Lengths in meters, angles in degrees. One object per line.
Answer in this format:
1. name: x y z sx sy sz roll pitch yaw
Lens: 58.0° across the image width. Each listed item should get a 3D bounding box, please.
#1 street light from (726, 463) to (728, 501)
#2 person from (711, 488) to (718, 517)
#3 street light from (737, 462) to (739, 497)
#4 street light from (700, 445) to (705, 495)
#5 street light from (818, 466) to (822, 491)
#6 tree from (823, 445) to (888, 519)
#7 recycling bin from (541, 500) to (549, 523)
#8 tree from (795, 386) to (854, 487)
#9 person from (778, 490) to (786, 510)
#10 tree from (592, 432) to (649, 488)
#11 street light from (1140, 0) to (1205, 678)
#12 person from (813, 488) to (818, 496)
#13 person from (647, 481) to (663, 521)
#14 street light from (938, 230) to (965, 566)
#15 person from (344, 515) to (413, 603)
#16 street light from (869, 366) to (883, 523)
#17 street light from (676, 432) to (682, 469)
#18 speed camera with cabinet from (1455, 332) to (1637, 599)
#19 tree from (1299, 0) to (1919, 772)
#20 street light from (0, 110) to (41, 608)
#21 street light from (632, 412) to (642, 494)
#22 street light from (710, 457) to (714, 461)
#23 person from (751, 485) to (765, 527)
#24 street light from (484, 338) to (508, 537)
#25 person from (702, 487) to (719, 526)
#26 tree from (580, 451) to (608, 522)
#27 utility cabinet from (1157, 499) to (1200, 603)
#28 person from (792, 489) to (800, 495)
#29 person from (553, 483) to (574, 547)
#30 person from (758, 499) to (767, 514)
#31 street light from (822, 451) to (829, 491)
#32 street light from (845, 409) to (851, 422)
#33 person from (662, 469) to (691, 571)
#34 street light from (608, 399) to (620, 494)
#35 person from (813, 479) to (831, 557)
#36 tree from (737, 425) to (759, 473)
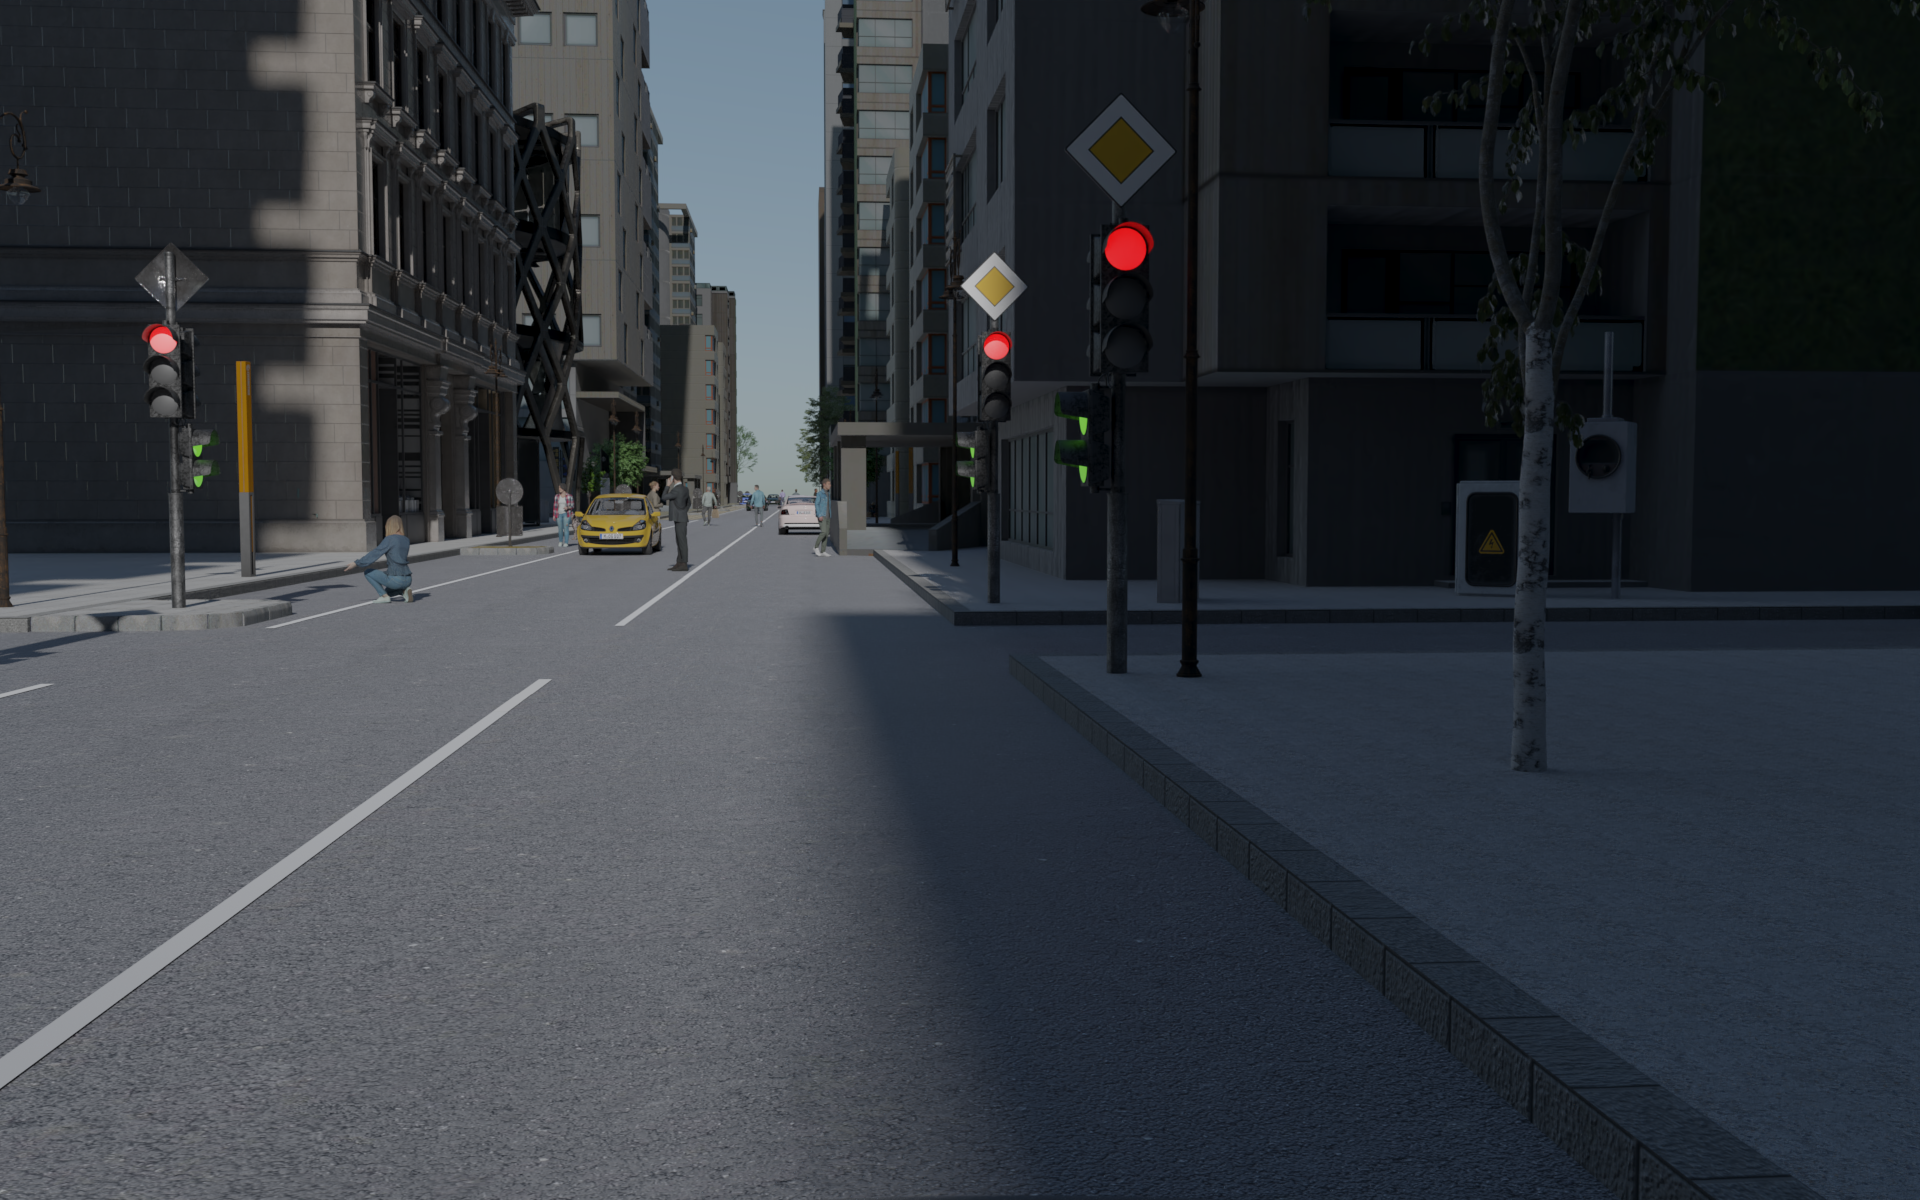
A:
1. street light: -28.434 -14.595 211.423 0.468 5.910 1.993 0 4 -5
2. person: -15.704 -6.232 110.524 0.705 1.807 1.348 1 4 14
3. street light: -31.299 -16.560 243.536 0.468 5.910 1.993 0 4 -5
4. street light: -23.784 -11.476 160.413 0.468 5.910 1.993 0 4 -5
5. street light: -17.518 -15.212 221.495 0.468 5.910 1.993 0 4 -5
6. tree: -5.370 -6.407 88.467 4.285 4.588 4.351 0 3 0
7. recycling bin: -18.973 -3.995 77.875 0.722 1.027 0.722 3 5 40
8. tree: -13.315 -16.100 181.367 7.486 12.596 7.792 0 3 0
9. person: -16.157 -9.107 157.272 0.709 1.838 0.599 -2 4 -26
10. tree: -17.978 -6.570 91.133 4.285 4.588 4.351 0 3 0
11. street light: 1.611 -2.398 11.998 0.468 5.910 1.993 0 4 -5
12. person: -9.586 -6.537 115.521 0.705 1.807 1.348 0 4 7
13. person: -7.830 -2.174 44.601 0.362 1.759 0.519 -2 4 -32
14. street light: -0.091 -3.535 30.585 0.468 5.910 1.993 0 4 -5
15. person: -7.606 -0.538 22.787 0.738 1.151 1.012 2 4 32
16. street light: -3.017 -5.499 62.692 0.468 5.910 1.993 0 4 -5
17. street light: -20.832 -9.512 128.308 0.468 5.910 1.993 0 4 -5
18. speed camera with cabinet: 7.240 -1.657 21.434 2.038 3.252 0.660 2 4 32
19. tree: 2.884 -3.515 7.832 4.360 8.622 3.978 0 3 0
20. street light: -10.843 -2.855 19.475 0.468 5.910 1.993 0 4 -5
21. street light: -17.917 -7.548 96.199 0.468 5.910 1.993 0 4 -5
22. street light: -25.486 -12.582 178.506 0.468 5.910 1.993 0 4 -5
23. person: -8.822 -4.110 75.566 0.638 1.841 0.748 0 4 -8
24. street light: -13.782 -4.819 51.581 0.468 5.910 1.993 0 4 -5
25. person: -11.297 -4.243 78.364 0.782 1.767 0.515 -2 4 -26
26. tree: -16.727 -5.122 78.350 1.663 3.219 1.824 0 3 0
27. utility cabinet: 2.633 -0.589 20.788 0.306 1.237 1.020 1 4 21
28. person: -12.281 -7.421 129.918 1.350 1.814 0.705 1 4 9
29. person: -10.733 -2.300 46.939 0.563 1.720 0.643 0 4 5
30. person: -14.361 -7.051 124.501 0.721 1.743 1.217 3 5 40
31. street light: -14.608 -13.248 189.386 0.468 5.910 1.993 0 4 -5
32. street light: -5.988 -7.462 94.796 0.468 5.910 1.993 0 4 -5
33. person: -5.274 -1.488 32.187 0.474 1.900 0.648 0 4 2
34. street light: -16.741 -6.796 83.900 0.468 5.910 1.993 0 4 -5
35. person: -3.145 -1.887 39.701 0.444 1.785 0.601 2 4 35
36. tree: -32.942 -19.892 250.986 9.928 11.665 9.643 0 3 0
